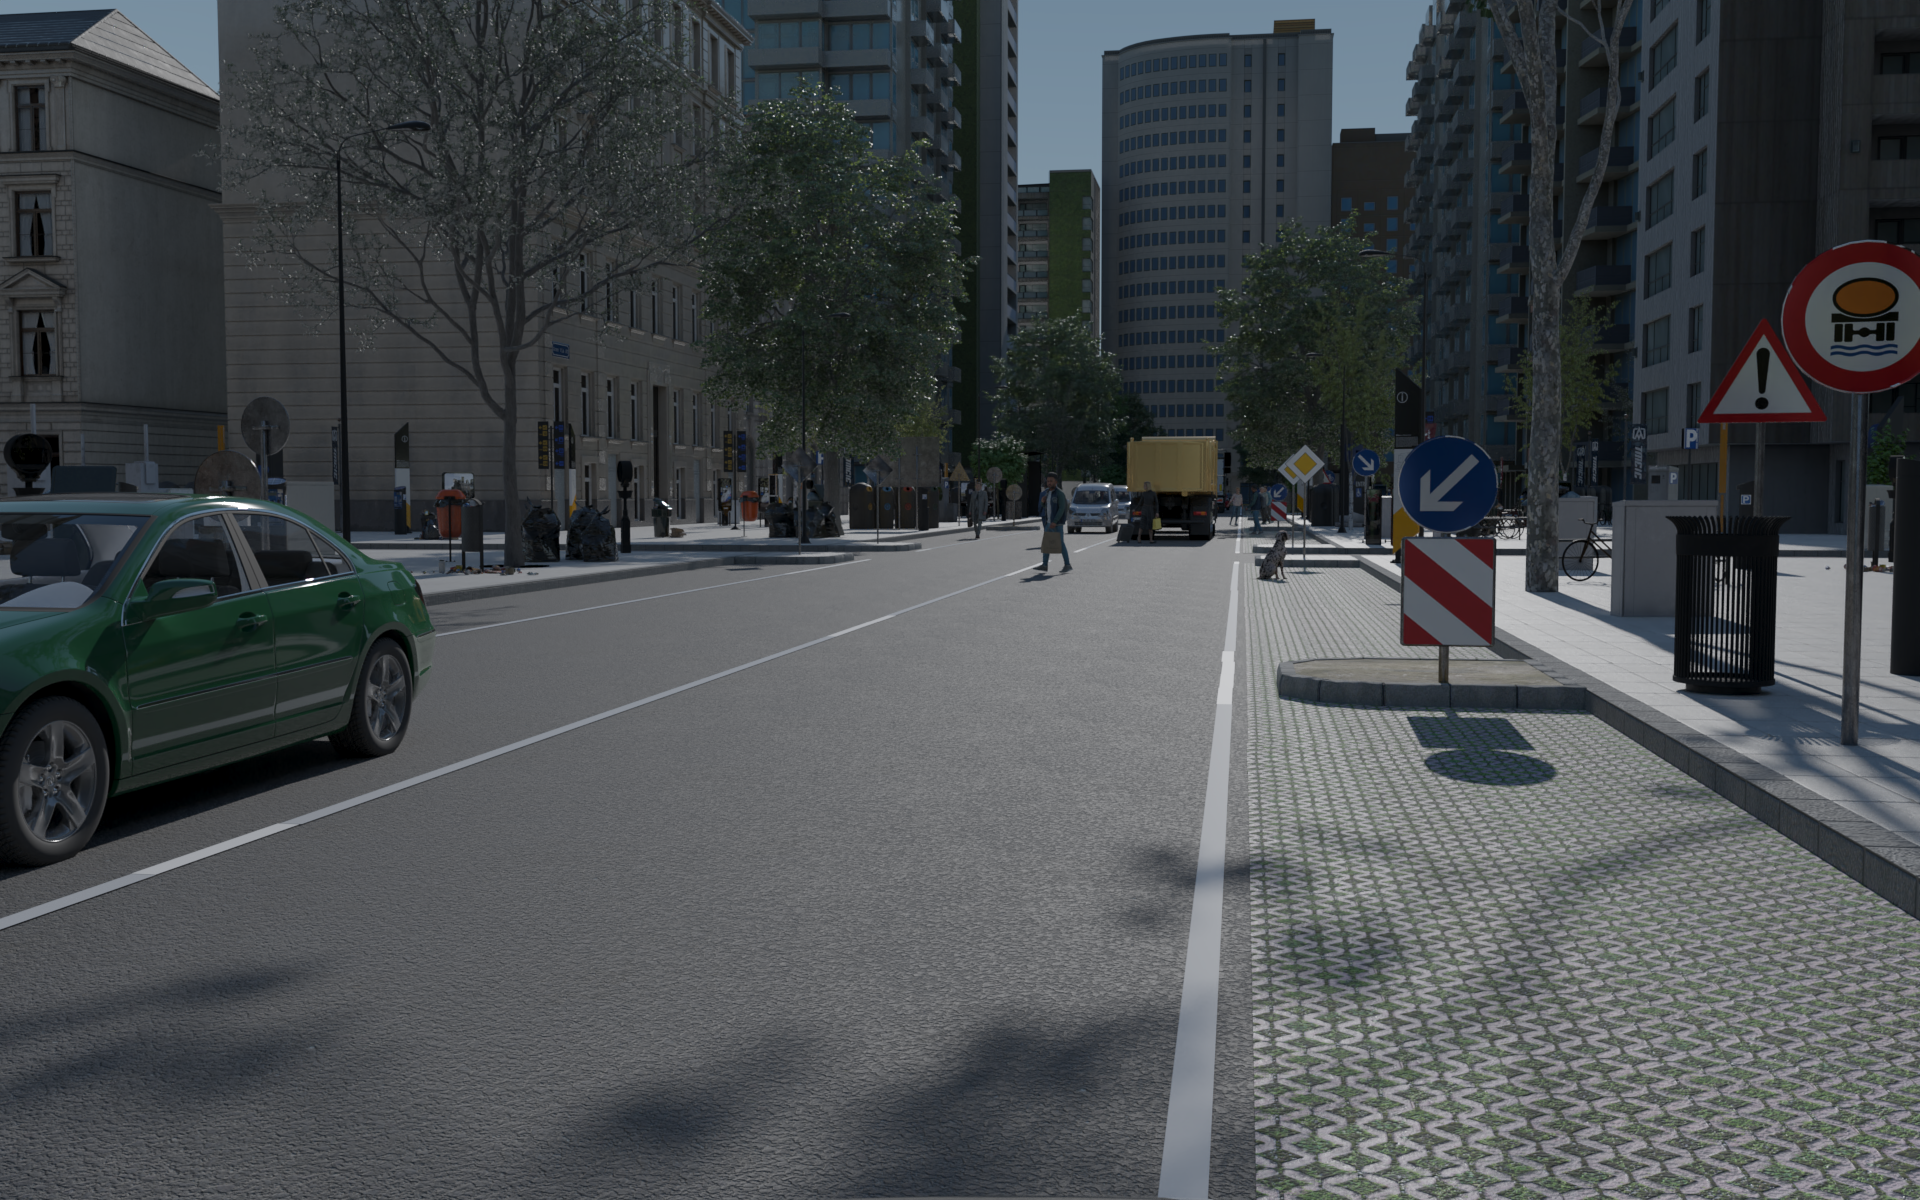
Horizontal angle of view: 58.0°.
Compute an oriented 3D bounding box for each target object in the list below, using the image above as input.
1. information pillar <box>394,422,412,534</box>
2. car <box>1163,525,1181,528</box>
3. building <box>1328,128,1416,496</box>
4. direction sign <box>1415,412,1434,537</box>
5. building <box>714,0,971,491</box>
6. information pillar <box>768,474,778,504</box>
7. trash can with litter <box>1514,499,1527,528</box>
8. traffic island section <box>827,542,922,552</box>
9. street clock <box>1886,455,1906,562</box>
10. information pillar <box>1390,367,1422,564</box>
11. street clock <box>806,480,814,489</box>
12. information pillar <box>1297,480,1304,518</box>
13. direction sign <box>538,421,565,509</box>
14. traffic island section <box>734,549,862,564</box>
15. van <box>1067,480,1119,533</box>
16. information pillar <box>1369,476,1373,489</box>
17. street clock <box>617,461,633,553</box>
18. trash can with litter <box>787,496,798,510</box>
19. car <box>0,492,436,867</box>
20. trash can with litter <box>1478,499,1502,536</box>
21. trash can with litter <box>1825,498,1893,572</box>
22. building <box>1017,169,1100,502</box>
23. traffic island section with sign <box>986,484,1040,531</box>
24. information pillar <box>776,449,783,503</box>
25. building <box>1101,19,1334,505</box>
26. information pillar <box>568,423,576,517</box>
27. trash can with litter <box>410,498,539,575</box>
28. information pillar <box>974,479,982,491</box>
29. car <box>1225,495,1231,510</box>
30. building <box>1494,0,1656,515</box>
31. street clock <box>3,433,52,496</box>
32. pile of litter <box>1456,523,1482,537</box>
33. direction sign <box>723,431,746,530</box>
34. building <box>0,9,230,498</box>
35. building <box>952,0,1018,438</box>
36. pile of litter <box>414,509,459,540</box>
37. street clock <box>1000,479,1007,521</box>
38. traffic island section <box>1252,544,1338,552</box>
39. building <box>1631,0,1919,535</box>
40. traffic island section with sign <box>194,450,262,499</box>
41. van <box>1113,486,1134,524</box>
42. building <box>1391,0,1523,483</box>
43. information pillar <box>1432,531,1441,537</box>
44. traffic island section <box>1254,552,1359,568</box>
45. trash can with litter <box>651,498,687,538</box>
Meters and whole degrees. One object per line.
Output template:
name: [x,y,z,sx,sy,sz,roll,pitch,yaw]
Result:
information pillar: [-18.072,-3.964,56.171,0.183,3.616,0.504,3,5,44]
car: [8.051,-3.254,65.572,2.083,1.381,4.827,0,4,7]
building: [52.769,-34.519,214.496,14.200,45.320,14.600,1,4,9]
direction sign: [12.560,-3.403,47.629,0.876,3.537,0.379,1,4,10]
building: [-12.166,-31.663,137.297,23.786,49.044,30.456,1,4,9]
information pillar: [-6.948,-3.671,64.505,0.304,2.012,0.304,0,4,7]
trash can with litter: [21.294,-3.288,65.141,1.055,1.170,0.624,-2,4,-31]
traffic island section: [-2.137,-1.366,44.612,2.009,0.180,2.903,1,4,9]
street clock: [17.577,-1.709,32.515,0.358,2.002,0.471,3,4,38]
information pillar: [8.226,-2.481,31.913,0.504,3.616,0.183,2,4,33]
street clock: [-7.483,-5.004,86.382,0.358,2.002,0.471,1,4,16]
information pillar: [18.438,-6.239,93.364,0.504,3.616,0.183,-1,4,-11]
direction sign: [-12.719,-3.790,53.965,0.876,3.537,0.379,1,4,12]
traffic island section: [-3.422,-0.884,36.731,2.009,0.180,2.903,1,4,9]
van: [4.969,-3.519,64.540,2.013,2.044,4.112,1,4,10]
information pillar: [16.530,-4.024,70.290,0.304,2.012,0.304,-3,5,-44]
street clock: [-7.258,-2.017,37.551,0.358,2.002,0.471,-2,4,-27]
trash can with litter: [-8.420,-4.604,86.663,0.624,1.170,1.055,-1,4,-12]
car: [-4.202,0.217,8.257,2.131,1.459,4.920,0,4,7]
trash can with litter: [16.368,-2.584,53.641,0.624,1.170,1.055,2,4,31]
trash can with litter: [15.483,-1.103,29.090,1.678,1.210,2.233,2,4,24]
building: [10.455,-32.897,221.459,14.086,41.232,14.154,1,4,9]
traffic island section with sign: [2.153,-3.683,68.843,1.989,1.847,2.006,1,4,9]
information pillar: [-7.482,-4.917,71.739,0.183,3.616,0.504,1,4,19]
building: [32.338,-41.502,220.559,28.212,58.520,21.231,1,4,9]
information pillar: [-12.858,-4.042,57.446,0.183,3.616,0.504,0,4,4]
trash can with litter: [-7.704,-1.027,27.851,2.233,1.210,1.678,3,5,40]
information pillar: [0.854,-4.740,81.996,0.304,2.012,0.304,-1,4,-10]
car: [22.841,-8.788,152.729,2.155,1.783,4.494,0,4,7]
building: [42.819,-27.118,98.010,22.147,44.769,28.867,1,4,9]
street clock: [-11.161,-0.992,20.785,0.358,2.002,0.471,3,5,43]
pile of litter: [8.625,-0.993,30.194,1.176,0.858,1.719,1,4,16]
direction sign: [-8.061,-4.286,62.078,0.876,3.537,0.379,-2,4,-33]
building: [-38.474,-12.283,65.458,19.286,19.102,10.561,1,4,9]
building: [-8.576,-38.805,176.454,28.212,58.520,21.231,1,4,9]
pile of litter: [-14.788,-2.138,48.916,1.176,0.858,1.719,-2,4,-25]
street clock: [2.088,-4.778,82.692,0.358,2.002,0.471,1,4,17]
traffic island section: [8.267,-1.262,42.917,2.009,0.180,2.903,1,4,9]
building: [31.278,-17.473,57.385,14.107,30.474,14.160,1,4,9]
traffic island section with sign: [-6.638,-0.386,14.938,1.989,1.847,2.006,1,4,9]
van: [7.573,-4.677,83.484,2.013,2.044,4.112,1,4,8]
building: [53.478,-33.147,161.567,23.786,49.044,30.456,1,4,9]
information pillar: [12.332,-2.440,44.387,0.304,2.012,0.304,-3,5,-42]
traffic island section: [6.982,-0.780,35.036,2.009,0.180,2.903,1,4,9]
trash can with litter: [-8.566,-2.428,51.086,1.055,1.170,0.624,1,4,20]
